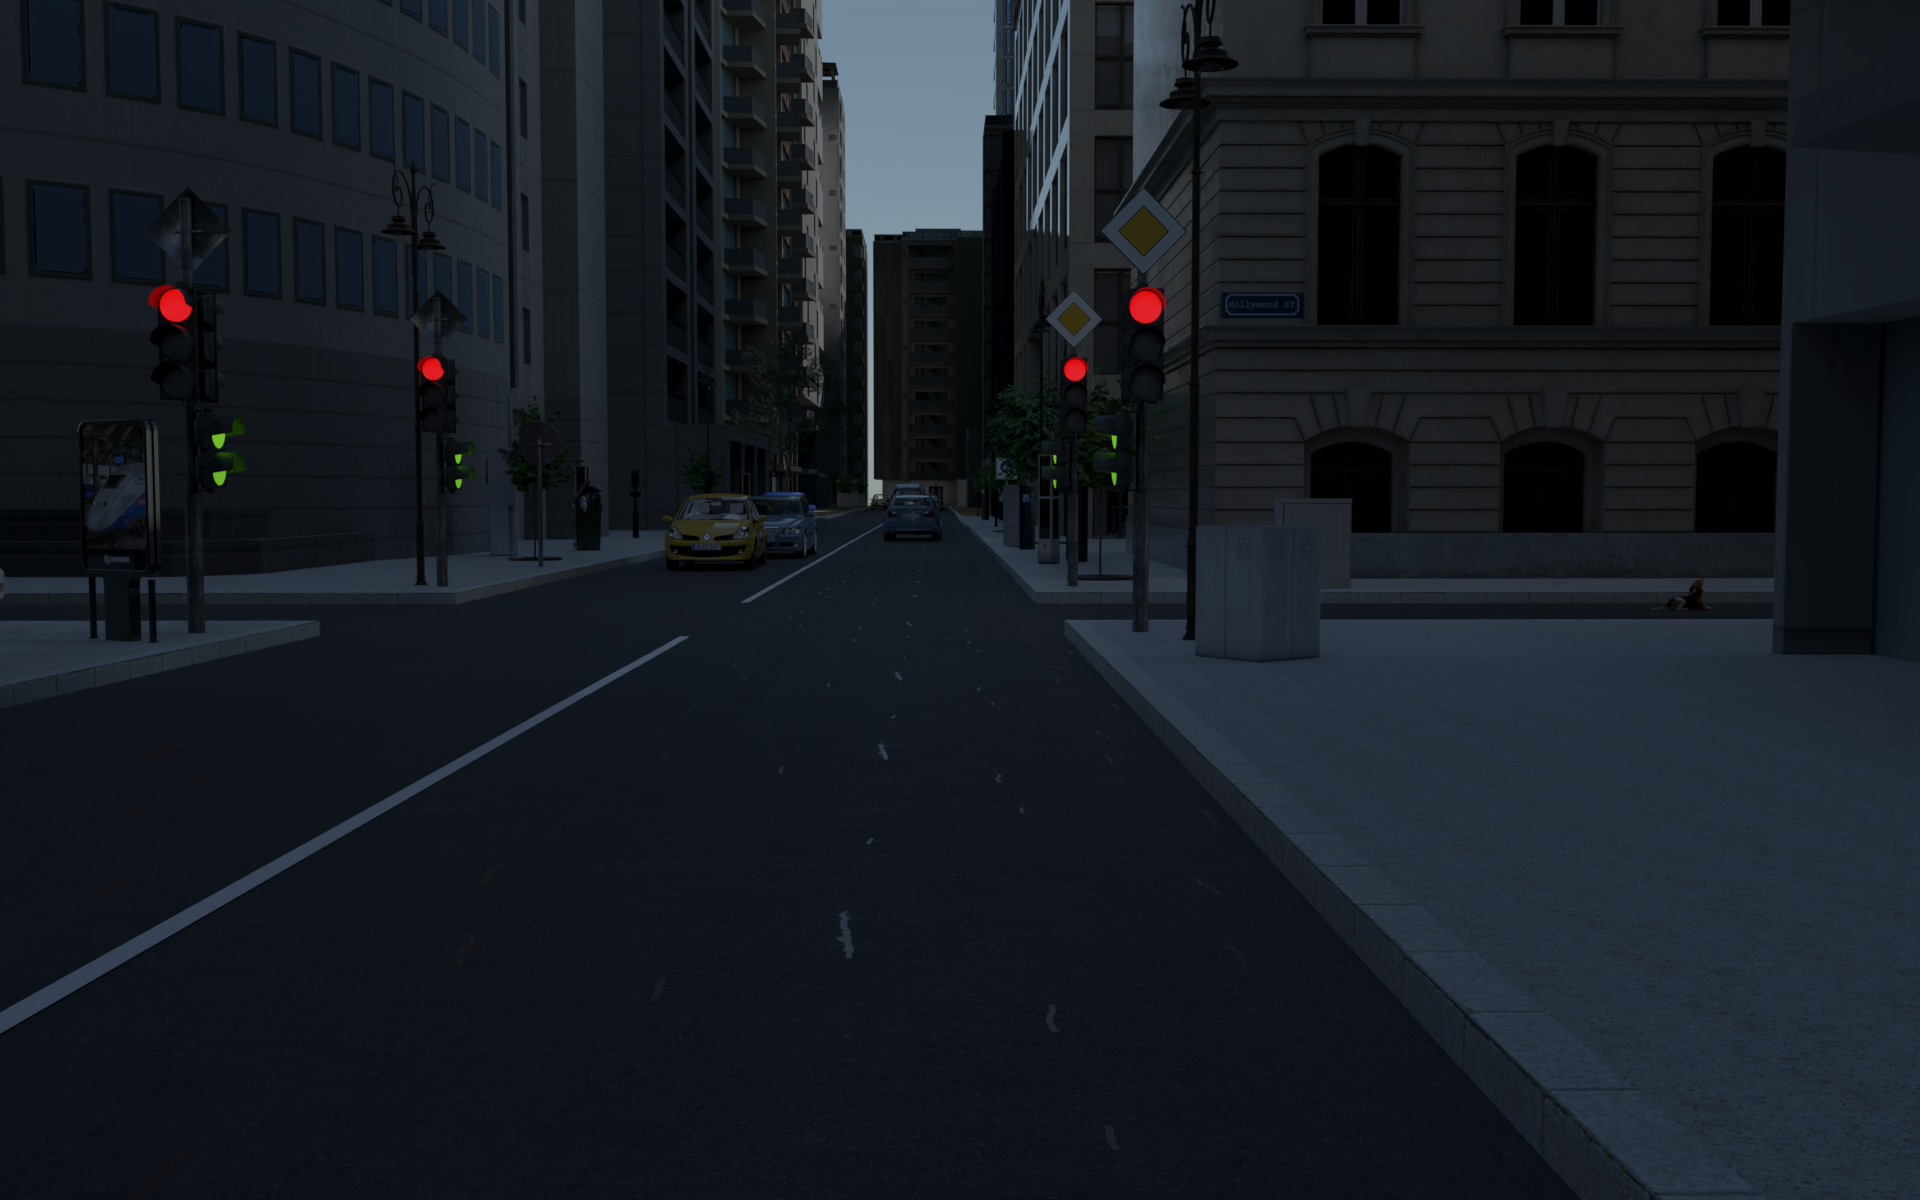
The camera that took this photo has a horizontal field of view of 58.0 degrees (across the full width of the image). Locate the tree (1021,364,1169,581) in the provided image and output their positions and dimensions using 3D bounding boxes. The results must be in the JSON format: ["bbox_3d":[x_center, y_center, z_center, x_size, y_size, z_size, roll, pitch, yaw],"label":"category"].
[{"bbox_3d":[2.060,-1.928,26.126,1.663,3.219,1.824,0,3,0],"label":"tree"}]

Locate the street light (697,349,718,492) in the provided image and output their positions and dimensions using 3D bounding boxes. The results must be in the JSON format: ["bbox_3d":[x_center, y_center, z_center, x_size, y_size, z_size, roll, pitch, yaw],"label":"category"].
[{"bbox_3d":[-8.051,-5.049,55.337,0.468,5.910,1.993,0,4,-1],"label":"street light"}]

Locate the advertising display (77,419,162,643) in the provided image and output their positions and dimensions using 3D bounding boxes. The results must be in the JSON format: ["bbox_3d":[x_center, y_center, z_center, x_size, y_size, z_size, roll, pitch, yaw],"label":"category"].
[{"bbox_3d":[-7.328,-0.605,15.113,0.974,1.923,0.123,2,4,31],"label":"advertising display"}]

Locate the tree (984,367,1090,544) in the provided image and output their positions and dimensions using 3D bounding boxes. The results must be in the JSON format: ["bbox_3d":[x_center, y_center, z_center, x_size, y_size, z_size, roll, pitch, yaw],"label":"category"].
[{"bbox_3d":[2.237,-3.751,45.038,4.285,4.588,4.351,0,3,0],"label":"tree"}]

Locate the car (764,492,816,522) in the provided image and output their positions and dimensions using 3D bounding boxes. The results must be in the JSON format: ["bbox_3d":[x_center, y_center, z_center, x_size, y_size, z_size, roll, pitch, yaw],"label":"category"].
[{"bbox_3d":[-5.076,-2.458,49.788,1.945,1.707,3.694,0,4,-1],"label":"car"}]

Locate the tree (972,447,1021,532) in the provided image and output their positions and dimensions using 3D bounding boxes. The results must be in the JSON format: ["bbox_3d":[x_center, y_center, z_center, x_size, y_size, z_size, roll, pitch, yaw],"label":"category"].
[{"bbox_3d":[1.656,-3.915,58.619,1.663,3.219,1.824,0,3,0],"label":"tree"}]

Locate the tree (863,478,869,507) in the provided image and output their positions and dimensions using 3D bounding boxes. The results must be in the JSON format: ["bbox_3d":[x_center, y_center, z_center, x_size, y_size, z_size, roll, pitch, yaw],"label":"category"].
[{"bbox_3d":[-9.844,-10.972,173.992,1.663,3.219,1.824,0,3,0],"label":"tree"}]

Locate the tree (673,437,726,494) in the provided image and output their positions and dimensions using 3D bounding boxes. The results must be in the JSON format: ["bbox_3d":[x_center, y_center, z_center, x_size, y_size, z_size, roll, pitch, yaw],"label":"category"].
[{"bbox_3d":[-8.651,-3.916,58.625,1.663,3.219,1.824,0,3,0],"label":"tree"}]

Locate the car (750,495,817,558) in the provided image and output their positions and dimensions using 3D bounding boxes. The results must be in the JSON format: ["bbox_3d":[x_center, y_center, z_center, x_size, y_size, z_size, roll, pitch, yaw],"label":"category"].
[{"bbox_3d":[-4.306,-1.719,40.115,2.014,1.417,4.499,0,3,0],"label":"car"}]

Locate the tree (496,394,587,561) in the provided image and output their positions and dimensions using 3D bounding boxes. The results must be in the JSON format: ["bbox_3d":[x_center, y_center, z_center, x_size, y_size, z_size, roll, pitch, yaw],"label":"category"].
[{"bbox_3d":[-8.222,-2.372,33.386,1.663,3.219,1.824,0,3,0],"label":"tree"}]

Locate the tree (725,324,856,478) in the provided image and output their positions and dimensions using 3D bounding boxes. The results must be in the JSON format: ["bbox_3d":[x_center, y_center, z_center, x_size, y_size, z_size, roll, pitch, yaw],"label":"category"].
[{"bbox_3d":[-9.169,-9.773,94.198,8.767,10.594,7.601,2,4,32],"label":"tree"}]

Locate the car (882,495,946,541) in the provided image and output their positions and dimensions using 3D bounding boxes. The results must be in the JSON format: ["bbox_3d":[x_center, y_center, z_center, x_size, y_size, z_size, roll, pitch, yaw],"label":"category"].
[{"bbox_3d":[-1.471,-2.607,54.633,2.014,1.417,4.499,0,4,1],"label":"car"}]

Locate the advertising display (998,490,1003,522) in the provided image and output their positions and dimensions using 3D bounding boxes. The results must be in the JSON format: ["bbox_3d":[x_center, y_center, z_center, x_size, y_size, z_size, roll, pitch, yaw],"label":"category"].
[{"bbox_3d":[2.112,-4.501,78.802,0.123,1.923,0.974,-3,5,-44],"label":"advertising display"}]

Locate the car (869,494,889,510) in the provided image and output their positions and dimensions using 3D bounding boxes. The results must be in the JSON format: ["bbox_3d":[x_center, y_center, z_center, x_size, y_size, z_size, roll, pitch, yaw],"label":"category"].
[{"bbox_3d":[-7.151,-8.913,155.949,2.015,1.641,3.980,0,4,-1],"label":"car"}]

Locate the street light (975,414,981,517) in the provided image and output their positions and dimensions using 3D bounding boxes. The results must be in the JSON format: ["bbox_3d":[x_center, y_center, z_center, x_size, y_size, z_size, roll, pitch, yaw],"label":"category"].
[{"bbox_3d":[1.023,-7.679,98.337,0.468,5.910,1.993,0,4,-1],"label":"street light"}]

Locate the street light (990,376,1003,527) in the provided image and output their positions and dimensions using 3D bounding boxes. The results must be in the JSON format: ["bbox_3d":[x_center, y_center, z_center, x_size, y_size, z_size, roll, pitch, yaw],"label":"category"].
[{"bbox_3d":[1.415,-5.814,67.845,0.468,5.910,1.993,0,4,-1],"label":"street light"}]

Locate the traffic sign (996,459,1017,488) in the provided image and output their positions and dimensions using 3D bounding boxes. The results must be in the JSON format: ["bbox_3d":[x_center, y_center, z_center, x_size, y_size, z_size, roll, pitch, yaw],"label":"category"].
[{"bbox_3d":[1.319,-2.880,49.218,0.606,2.300,0.079,0,4,2],"label":"traffic sign"}]

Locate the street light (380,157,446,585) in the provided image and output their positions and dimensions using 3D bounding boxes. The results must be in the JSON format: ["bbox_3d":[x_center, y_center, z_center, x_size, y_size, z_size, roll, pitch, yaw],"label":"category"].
[{"bbox_3d":[-7.593,-3.146,24.221,0.468,5.910,1.993,0,4,-1],"label":"street light"}]

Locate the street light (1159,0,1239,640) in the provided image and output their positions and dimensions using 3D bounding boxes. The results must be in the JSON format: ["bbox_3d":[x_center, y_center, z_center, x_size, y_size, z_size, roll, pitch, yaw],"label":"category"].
[{"bbox_3d":[2.050,-2.587,15.086,0.468,5.910,1.993,0,4,-1],"label":"street light"}]

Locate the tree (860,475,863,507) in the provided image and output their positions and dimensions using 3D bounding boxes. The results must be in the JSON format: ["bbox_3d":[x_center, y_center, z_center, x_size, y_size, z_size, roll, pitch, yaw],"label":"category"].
[{"bbox_3d":[-9.933,-9.923,156.836,1.663,3.219,1.824,0,3,0],"label":"tree"}]

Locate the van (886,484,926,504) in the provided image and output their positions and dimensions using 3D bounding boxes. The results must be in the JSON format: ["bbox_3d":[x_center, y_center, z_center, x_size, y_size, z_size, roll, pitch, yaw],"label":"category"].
[{"bbox_3d":[-2.155,-4.061,73.410,2.013,2.044,4.112,0,3,0],"label":"van"}]

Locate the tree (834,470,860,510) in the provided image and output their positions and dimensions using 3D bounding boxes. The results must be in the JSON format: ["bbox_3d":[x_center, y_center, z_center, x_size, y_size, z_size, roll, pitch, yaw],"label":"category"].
[{"bbox_3d":[-9.514,-8.886,139.890,1.663,3.219,1.824,0,3,0],"label":"tree"}]

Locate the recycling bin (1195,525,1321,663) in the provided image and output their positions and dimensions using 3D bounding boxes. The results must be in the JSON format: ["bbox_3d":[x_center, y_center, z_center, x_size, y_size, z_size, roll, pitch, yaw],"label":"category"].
[{"bbox_3d":[2.343,-0.066,13.628,0.722,1.027,0.722,-3,4,-38],"label":"recycling bin"}]

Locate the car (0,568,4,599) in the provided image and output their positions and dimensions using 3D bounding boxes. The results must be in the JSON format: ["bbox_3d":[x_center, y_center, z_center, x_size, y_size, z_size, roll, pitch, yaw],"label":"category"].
[{"bbox_3d":[-13.812,-0.484,20.278,4.827,1.381,2.083,0,4,0],"label":"car"}]

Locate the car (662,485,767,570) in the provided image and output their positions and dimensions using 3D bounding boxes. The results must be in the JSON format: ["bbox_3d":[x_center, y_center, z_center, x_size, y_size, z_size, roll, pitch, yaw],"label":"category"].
[{"bbox_3d":[-4.757,-1.455,34.006,2.015,1.641,3.980,0,4,-2],"label":"car"}]

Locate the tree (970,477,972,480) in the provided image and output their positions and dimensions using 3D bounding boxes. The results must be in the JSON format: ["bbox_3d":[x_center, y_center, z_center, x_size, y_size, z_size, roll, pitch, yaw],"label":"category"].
[{"bbox_3d":[1.360,-6.859,106.754,1.663,3.219,1.824,0,3,0],"label":"tree"}]

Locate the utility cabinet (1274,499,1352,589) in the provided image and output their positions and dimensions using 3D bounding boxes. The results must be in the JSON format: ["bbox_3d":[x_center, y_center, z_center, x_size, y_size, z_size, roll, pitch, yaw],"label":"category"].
[{"bbox_3d":[4.774,-0.753,23.470,1.020,1.237,0.306,-1,4,-15],"label":"utility cabinet"}]

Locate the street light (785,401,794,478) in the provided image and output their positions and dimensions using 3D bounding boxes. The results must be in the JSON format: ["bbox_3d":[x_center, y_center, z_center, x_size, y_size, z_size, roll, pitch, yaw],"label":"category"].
[{"bbox_3d":[-8.426,-6.914,85.829,0.468,5.910,1.993,0,4,-1],"label":"street light"}]

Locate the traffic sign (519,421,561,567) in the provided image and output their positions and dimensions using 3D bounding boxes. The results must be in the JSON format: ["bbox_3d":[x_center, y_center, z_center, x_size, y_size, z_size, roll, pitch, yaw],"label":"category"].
[{"bbox_3d":[-7.373,-1.852,30.393,0.768,2.556,0.104,1,4,8],"label":"traffic sign"}]

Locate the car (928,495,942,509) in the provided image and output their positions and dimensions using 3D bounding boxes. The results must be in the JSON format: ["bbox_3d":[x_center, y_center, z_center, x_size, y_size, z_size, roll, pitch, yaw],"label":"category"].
[{"bbox_3d":[-2.470,-7.607,136.743,2.083,1.381,4.827,0,4,0],"label":"car"}]

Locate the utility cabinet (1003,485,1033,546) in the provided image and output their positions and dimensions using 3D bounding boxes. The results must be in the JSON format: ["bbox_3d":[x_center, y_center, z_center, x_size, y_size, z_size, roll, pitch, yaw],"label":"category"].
[{"bbox_3d":[1.420,-2.048,42.159,0.318,1.500,1.173,-1,4,-21],"label":"utility cabinet"}]
